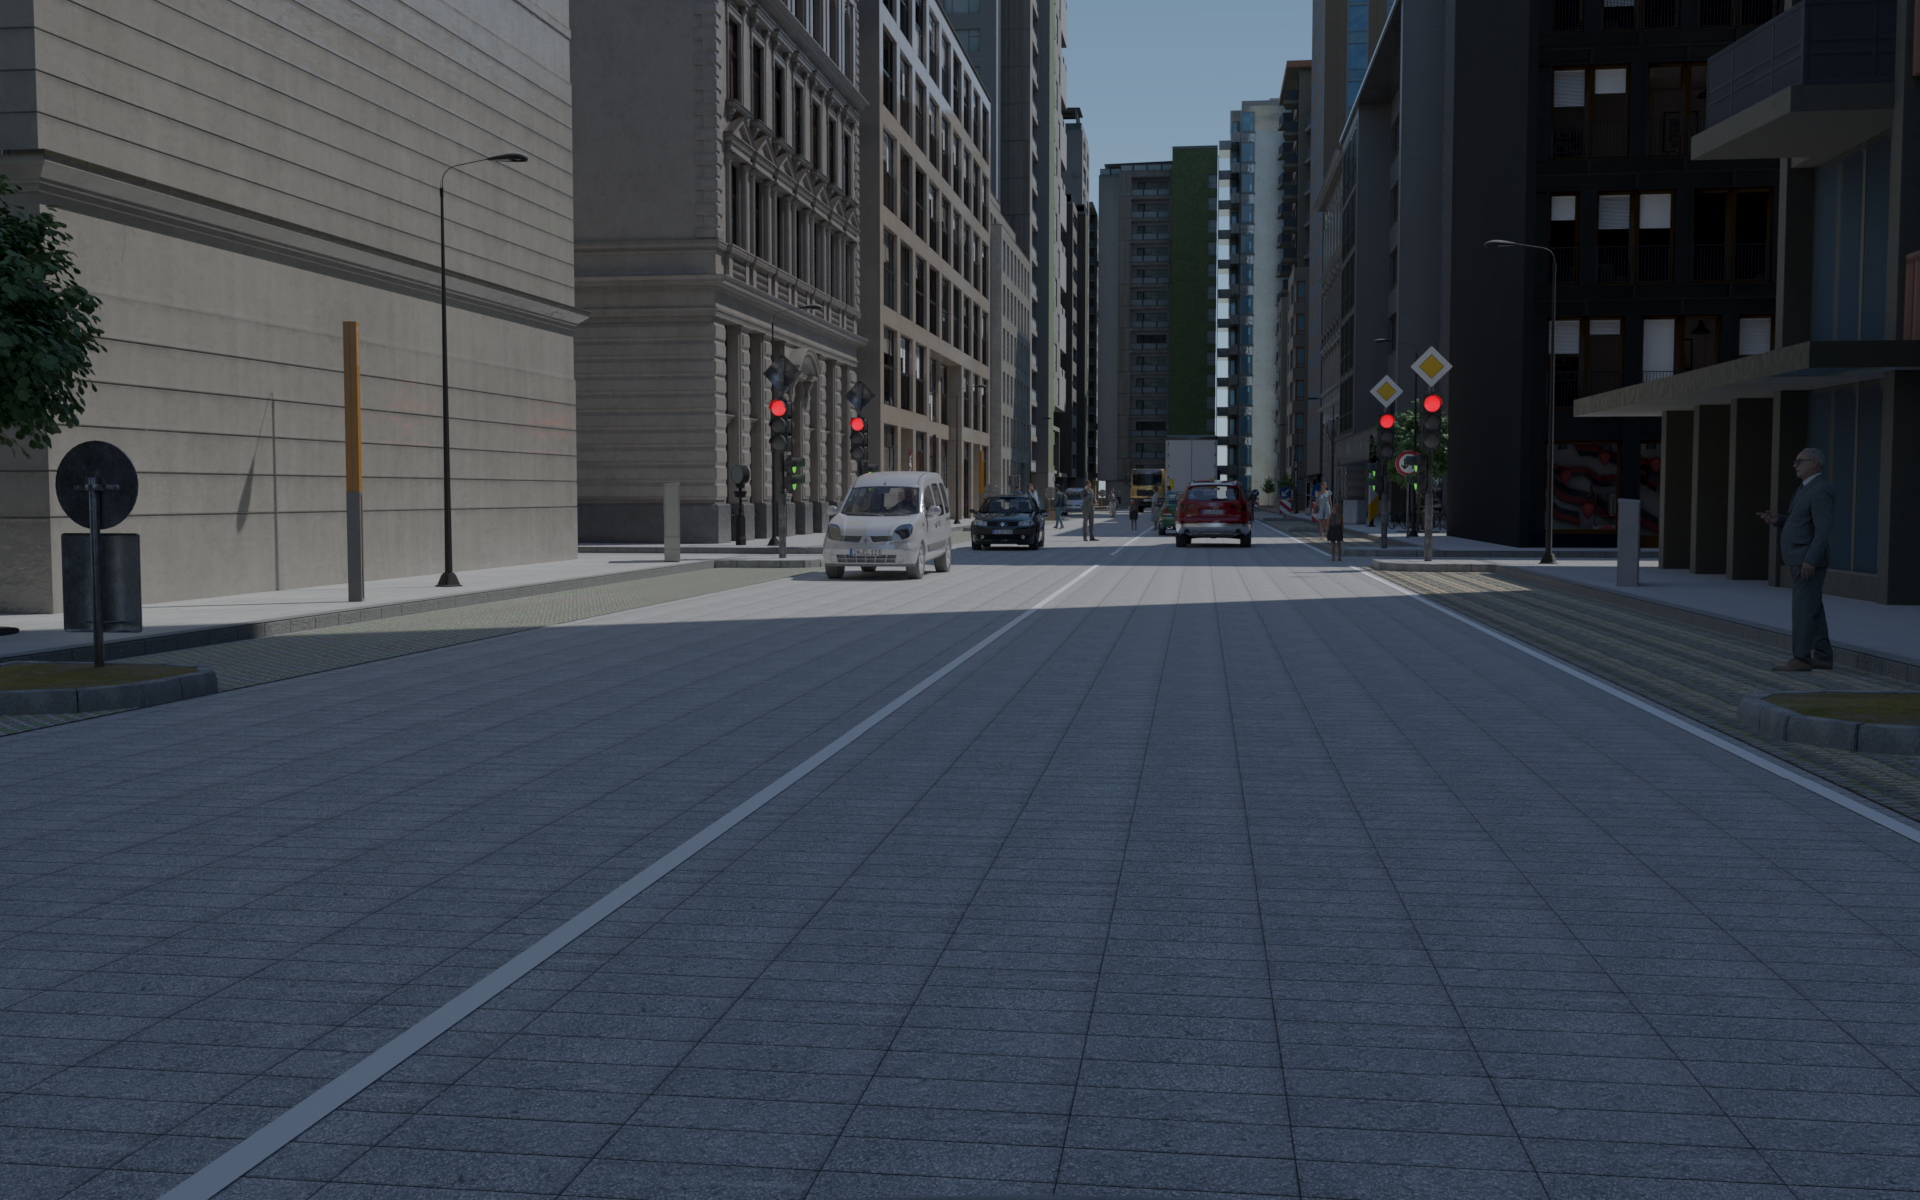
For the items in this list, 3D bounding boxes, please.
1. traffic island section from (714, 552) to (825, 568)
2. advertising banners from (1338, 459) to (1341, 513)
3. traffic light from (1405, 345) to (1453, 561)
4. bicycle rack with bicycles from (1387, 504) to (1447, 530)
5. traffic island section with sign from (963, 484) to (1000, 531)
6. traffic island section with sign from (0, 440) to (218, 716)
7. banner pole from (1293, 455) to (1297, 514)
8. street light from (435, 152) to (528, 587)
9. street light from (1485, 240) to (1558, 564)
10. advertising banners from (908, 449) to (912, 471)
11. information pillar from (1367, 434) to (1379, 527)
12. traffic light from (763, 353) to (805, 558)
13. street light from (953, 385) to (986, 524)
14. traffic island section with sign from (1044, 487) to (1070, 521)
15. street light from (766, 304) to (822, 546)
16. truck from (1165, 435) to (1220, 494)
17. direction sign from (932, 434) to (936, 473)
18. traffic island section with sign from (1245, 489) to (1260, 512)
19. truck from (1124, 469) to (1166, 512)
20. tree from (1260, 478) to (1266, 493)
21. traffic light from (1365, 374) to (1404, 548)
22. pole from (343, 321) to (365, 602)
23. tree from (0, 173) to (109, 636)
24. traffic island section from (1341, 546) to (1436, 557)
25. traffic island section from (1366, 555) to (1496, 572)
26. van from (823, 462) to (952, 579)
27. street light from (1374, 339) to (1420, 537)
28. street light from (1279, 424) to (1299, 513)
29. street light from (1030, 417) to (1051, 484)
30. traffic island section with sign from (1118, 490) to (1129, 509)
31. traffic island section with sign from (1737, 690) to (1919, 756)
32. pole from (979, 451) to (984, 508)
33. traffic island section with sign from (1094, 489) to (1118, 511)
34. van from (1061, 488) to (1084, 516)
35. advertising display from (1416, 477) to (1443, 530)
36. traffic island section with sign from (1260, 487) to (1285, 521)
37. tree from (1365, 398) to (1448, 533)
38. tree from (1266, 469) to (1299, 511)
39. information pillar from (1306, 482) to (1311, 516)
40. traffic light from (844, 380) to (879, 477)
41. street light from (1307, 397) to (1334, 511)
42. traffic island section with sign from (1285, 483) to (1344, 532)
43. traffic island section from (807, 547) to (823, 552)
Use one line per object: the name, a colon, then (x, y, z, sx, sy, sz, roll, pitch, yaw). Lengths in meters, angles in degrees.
traffic island section: (-3.578, -0.763, 34.752, 2.009, 0.180, 2.903, 0, 4, 8)
advertising banners: (16.774, -4.917, 76.577, 0.090, 3.025, 2.074, 1, 4, 10)
traffic light: (8.905, -2.690, 32.909, 0.839, 4.253, 0.868, 0, 4, 8)
bicycle rack with bicycles: (16.921, -3.058, 63.373, 2.925, 0.926, 2.852, -1, 4, -18)
traffic island section with sign: (1.223, -3.569, 66.989, 1.989, 1.847, 2.006, 0, 4, 8)
traffic island section with sign: (-6.388, -0.212, 12.094, 1.989, 1.847, 2.006, 0, 4, 8)
banner pole: (21.512, -7.414, 111.231, 0.401, 3.779, 0.863, 0, 4, -7)
street light: (-6.559, -3.134, 23.777, 1.470, 5.913, 1.316, 0, 4, 8)
street light: (10.299, -3.624, 31.796, 1.470, 5.913, 1.316, 0, 4, 8)
advertising banners: (-2.112, -4.309, 66.644, 0.090, 3.025, 2.074, 1, 4, 14)
information pillar: (16.164, -4.668, 67.683, 0.504, 3.616, 0.183, -2, 4, -33)
traffic light: (-3.540, -2.795, 34.612, 0.839, 4.253, 0.868, 0, 4, 8)
street light: (0.406, -6.192, 73.782, 1.470, 5.913, 1.316, 0, 4, 8)
traffic island section with sign: (4.933, -5.204, 93.718, 1.989, 1.847, 2.006, 0, 4, 8)
street light: (-4.069, -4.287, 42.637, 1.470, 5.913, 1.316, 0, 4, 8)
truck: (11.851, -6.073, 88.211, 2.839, 4.237, 11.283, 1, 4, 8)
direction sign: (-0.981, -4.532, 66.097, 0.379, 3.537, 0.876, 0, 4, -8)
traffic island section with sign: (24.029, -8.143, 141.760, 1.989, 1.847, 2.006, 0, 4, 8)
truck: (14.778, -8.522, 135.254, 3.469, 3.379, 9.791, 1, 4, 9)
tree: (30.006, -10.664, 168.955, 1.663, 3.219, 1.824, 0, 3, 0)
traffic light: (10.002, -3.174, 40.819, 0.839, 4.253, 0.868, 0, 4, 8)
pole: (-7.201, -1.635, 20.570, 0.158, 3.312, 0.155, 0, 3, 0)
tree: (-9.412, -1.956, 15.699, 4.285, 4.588, 4.351, 0, 3, 0)
traffic island section: (10.040, -1.140, 40.927, 2.009, 0.180, 2.903, 0, 4, 8)
traffic island section: (8.943, -0.657, 33.018, 2.009, 0.180, 2.903, 0, 4, 8)
van: (-1.226, -1.439, 30.539, 2.013, 2.044, 4.112, 1, 4, 9)
street light: (13.093, -4.856, 51.944, 1.470, 5.913, 1.316, 0, 4, 8)
street light: (21.741, -8.681, 114.470, 1.470, 5.913, 1.316, 0, 4, 8)
street light: (4.805, -8.098, 104.938, 1.470, 5.913, 1.316, 0, 4, 8)
traffic island section with sign: (15.698, -9.954, 171.375, 1.989, 1.847, 2.006, 0, 4, 8)
traffic island section with sign: (5.789, -0.098, 10.228, 1.989, 1.847, 2.006, 0, 4, 8)
pole: (1.009, -5.378, 81.778, 0.158, 3.312, 0.155, 0, 3, 0)
traffic island section with sign: (11.908, -8.281, 144.018, 1.989, 1.847, 2.006, 0, 4, 8)
van: (7.613, -6.569, 114.421, 2.013, 2.044, 4.112, 0, 4, 7)
advertising display: (16.649, -3.449, 61.600, 0.974, 1.923, 0.123, 1, 4, 21)
traffic island section with sign: (17.193, -5.121, 92.357, 1.989, 1.847, 2.006, 0, 4, 8)
tree: (15.287, -4.544, 58.000, 4.285, 4.588, 4.351, 0, 3, 0)
tree: (24.701, -8.379, 131.606, 1.663, 3.219, 1.824, 0, 3, 0)
information pillar: (20.846, -6.062, 103.601, 0.304, 2.012, 0.304, 1, 4, 17)
traffic light: (-2.443, -3.278, 42.522, 0.839, 4.253, 0.868, 0, 4, 8)
street light: (17.336, -6.763, 83.122, 1.470, 5.913, 1.316, 0, 4, 8)
traffic island section with sign: (13.463, -3.482, 65.554, 1.989, 1.847, 2.006, 0, 4, 8)
traffic island section: (-2.481, -1.247, 42.662, 2.009, 0.180, 2.903, 0, 4, 8)
